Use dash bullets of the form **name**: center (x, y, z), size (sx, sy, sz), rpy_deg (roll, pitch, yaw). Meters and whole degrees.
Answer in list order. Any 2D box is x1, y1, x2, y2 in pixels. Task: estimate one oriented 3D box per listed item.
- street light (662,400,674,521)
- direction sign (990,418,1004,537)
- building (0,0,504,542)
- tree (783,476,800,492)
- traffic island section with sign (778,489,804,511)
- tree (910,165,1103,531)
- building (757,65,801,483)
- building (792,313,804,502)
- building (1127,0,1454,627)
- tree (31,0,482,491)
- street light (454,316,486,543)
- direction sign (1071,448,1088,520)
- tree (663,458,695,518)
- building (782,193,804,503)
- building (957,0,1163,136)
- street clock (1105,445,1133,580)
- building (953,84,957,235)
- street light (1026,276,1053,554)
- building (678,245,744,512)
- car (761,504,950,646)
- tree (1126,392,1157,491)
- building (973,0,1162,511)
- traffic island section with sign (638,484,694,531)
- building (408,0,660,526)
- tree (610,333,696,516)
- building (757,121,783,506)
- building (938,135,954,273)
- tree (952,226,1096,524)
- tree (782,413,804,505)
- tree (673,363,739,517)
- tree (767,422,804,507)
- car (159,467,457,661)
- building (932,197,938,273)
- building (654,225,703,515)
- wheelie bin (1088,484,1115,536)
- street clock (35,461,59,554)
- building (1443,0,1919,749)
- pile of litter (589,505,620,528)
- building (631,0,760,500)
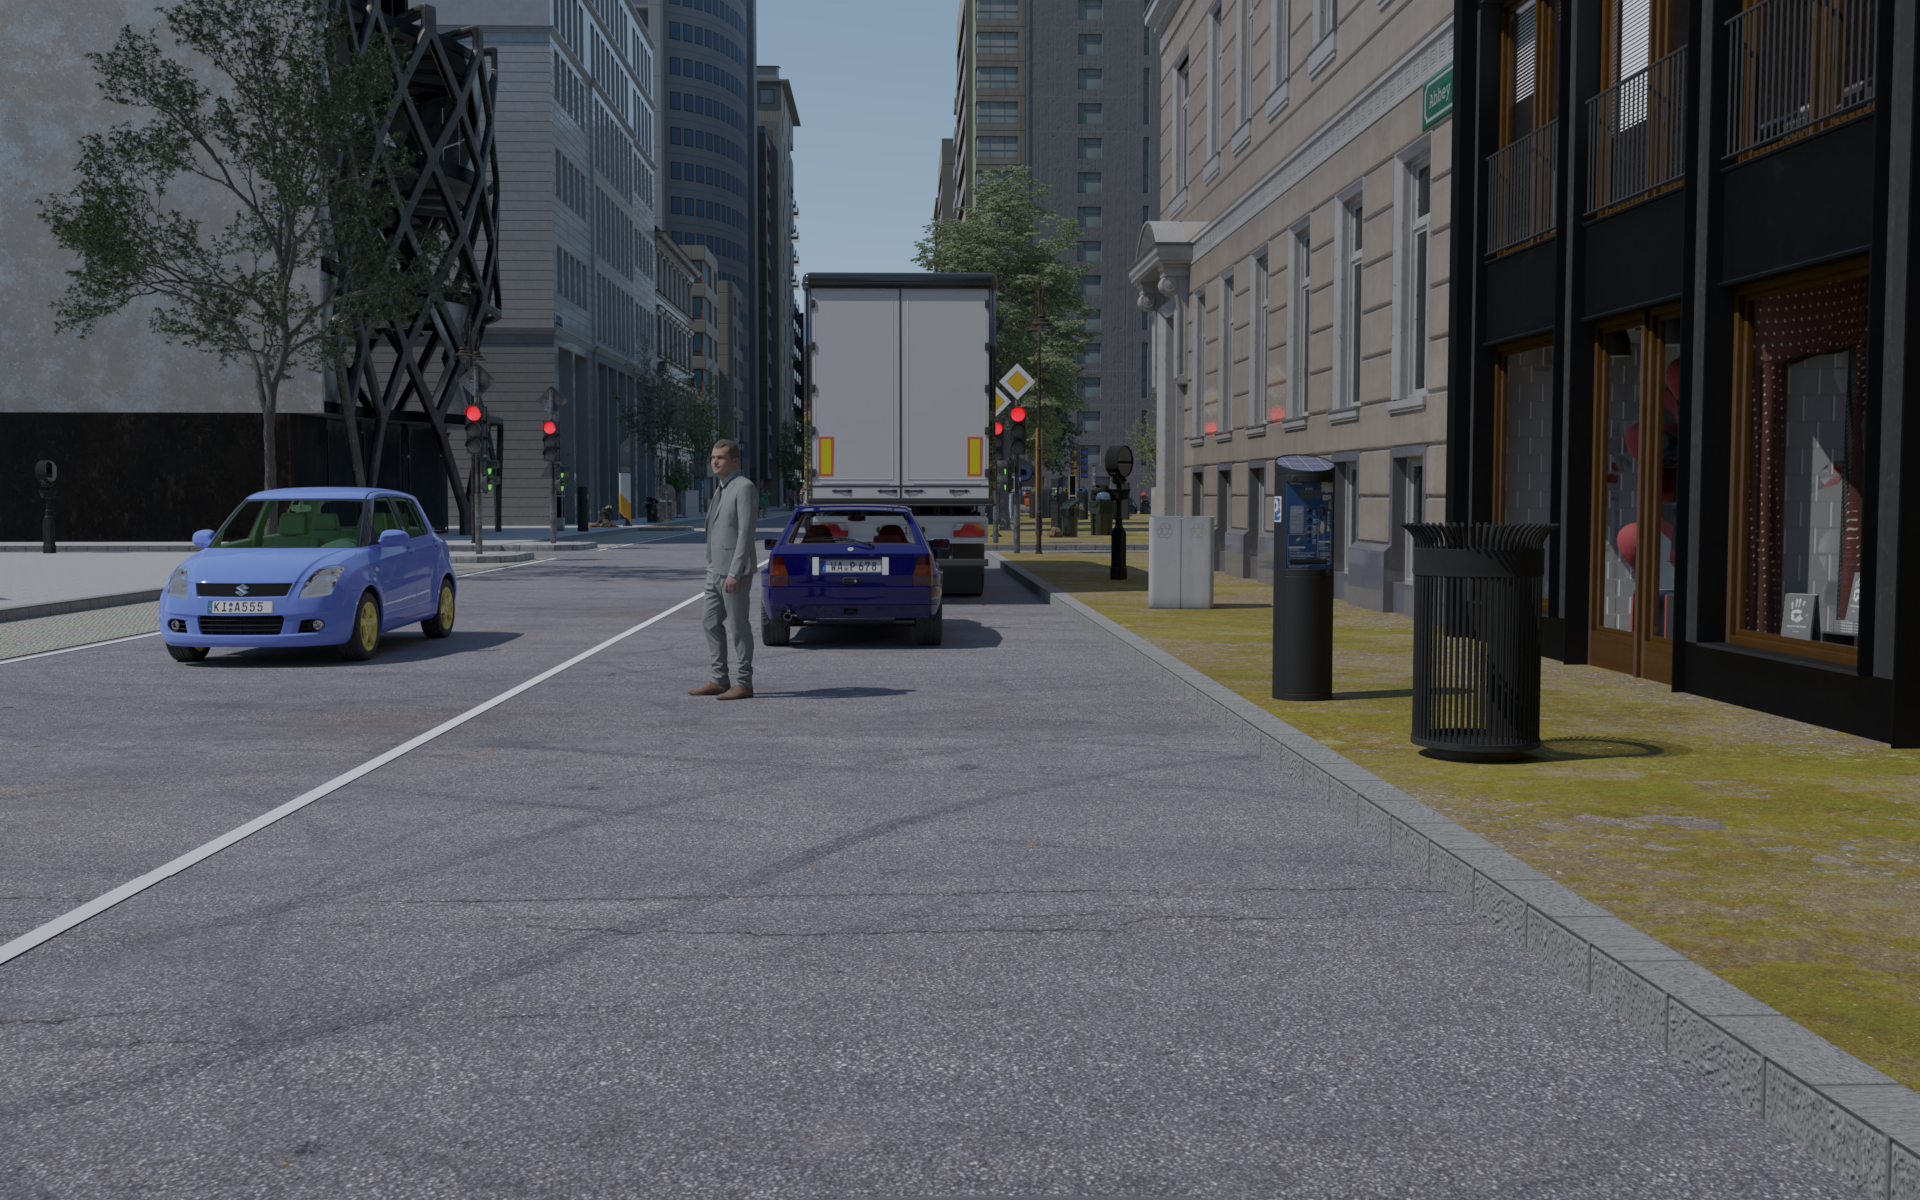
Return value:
- **street light**: center (-13.965, -6.719, 82.637), size (0.468, 5.910, 1.993), rpy_deg (0, 4, -2)
- **direction sign**: center (1.089, -3.663, 51.888), size (0.379, 3.537, 0.876), rpy_deg (-2, 4, -26)
- **building**: center (-23.333, -11.412, 54.036), size (16.820, 18.784, 16.811), rpy_deg (0, 4, -2)
- **tree**: center (-18.051, -11.579, 183.915), size (1.663, 3.219, 1.824), rpy_deg (0, 3, 0)
- **traffic island section with sign**: center (-14.205, -8.331, 144.846), size (1.989, 1.847, 2.006), rpy_deg (0, 4, -2)
- **tree**: center (1.335, -8.689, 60.200), size (7.486, 12.596, 7.792), rpy_deg (0, 3, 0)
- **building**: center (-34.898, -38.438, 217.707), size (28.713, 52.752, 27.495), rpy_deg (0, 4, -2)
- **building**: center (-30.026, -30.547, 271.150), size (14.160, 30.474, 14.107), rpy_deg (0, 4, -2)
- **building**: center (10.525, -14.630, 25.101), size (13.634, 28.700, 20.117), rpy_deg (0, 4, -2)
- **tree**: center (-12.182, -5.831, 29.754), size (8.767, 10.594, 7.601), rpy_deg (1, 4, 17)
- **street light**: center (-12.676, -4.416, 44.991), size (0.468, 5.910, 1.993), rpy_deg (0, 4, -2)
- **direction sign**: center (5.892, -5.729, 85.664), size (0.876, 3.537, 0.379), rpy_deg (1, 4, 19)
- **tree**: center (-15.054, -6.019, 93.012), size (1.663, 3.219, 1.824), rpy_deg (0, 3, 0)
- **building**: center (-34.456, -38.444, 248.168), size (23.786, 49.044, 30.456), rpy_deg (0, 4, -2)
- **building**: center (10.712, -32.382, 153.150), size (21.300, 48.544, 21.600), rpy_deg (0, 4, -2)
- **street clock**: center (2.376, -1.304, 25.897), size (0.358, 2.002, 0.471), rpy_deg (2, 4, 35)
- **building**: center (10.682, -34.222, 179.130), size (23.786, 49.044, 30.456), rpy_deg (0, 4, -2)
- **street light**: center (1.689, -3.923, 36.927), size (0.468, 5.910, 1.993), rpy_deg (0, 4, -2)
- **building**: center (-32.011, -17.699, 134.423), size (27.650, 21.520, 28.899), rpy_deg (0, 4, -2)
- **car**: center (-1.064, -0.315, 17.735), size (1.945, 1.354, 3.894), rpy_deg (0, 4, -2)
- **tree**: center (13.617, -10.259, 118.094), size (4.737, 8.622, 4.395), rpy_deg (0, 3, 0)
- **building**: center (7.934, -27.637, 135.452), size (14.154, 41.232, 14.086), rpy_deg (0, 4, -2)
- **traffic island section with sign**: center (-11.404, -3.595, 67.400), size (1.989, 1.847, 2.006), rpy_deg (0, 4, -2)
- **building**: center (-22.160, -18.708, 83.376), size (11.434, 29.767, 29.804), rpy_deg (0, 4, -2)
- **tree**: center (-13.819, -7.862, 78.899), size (4.360, 8.622, 3.978), rpy_deg (0, 3, 0)
- **building**: center (-26.448, -30.627, 184.352), size (14.154, 41.232, 14.086), rpy_deg (0, 4, -2)
- **building**: center (8.036, -36.796, 225.311), size (21.300, 48.544, 21.600), rpy_deg (0, 4, -2)
- **tree**: center (1.344, -9.601, 73.987), size (9.611, 12.733, 9.660), rpy_deg (0, 3, 0)
- **tree**: center (-18.419, -16.083, 197.362), size (8.767, 10.594, 7.601), rpy_deg (0, 4, -3)
- **tree**: center (-14.592, -9.026, 97.935), size (4.737, 8.622, 4.395), rpy_deg (0, 3, 0)
- **tree**: center (-17.597, -13.825, 176.404), size (4.360, 8.622, 3.978), rpy_deg (0, 3, 0)
- **car**: center (-5.927, -0.391, 15.988), size (1.945, 1.707, 3.694), rpy_deg (0, 4, -1)
- **building**: center (7.156, -36.454, 250.650), size (22.147, 44.769, 28.867), rpy_deg (0, 4, -2)
- **building**: center (-22.415, -14.916, 108.501), size (10.561, 19.102, 19.286), rpy_deg (0, 4, -2)
- **wheelie bin**: center (4.397, -2.799, 53.677), size (0.693, 1.594, 0.980), rpy_deg (-2, 4, -29)
- **street clock**: center (-19.693, -2.008, 37.405), size (0.358, 2.002, 0.471), rpy_deg (0, 4, 8)
- **building**: center (10.810, -10.865, 7.321), size (12.332, 23.373, 15.834), rpy_deg (0, 4, -2)
- **pile of litter**: center (-13.811, -3.236, 66.870), size (1.176, 0.858, 1.719), rpy_deg (-3, 4, -36)
- **building**: center (-30.624, -37.954, 162.550), size (21.231, 58.520, 28.212), rpy_deg (0, 4, -2)
